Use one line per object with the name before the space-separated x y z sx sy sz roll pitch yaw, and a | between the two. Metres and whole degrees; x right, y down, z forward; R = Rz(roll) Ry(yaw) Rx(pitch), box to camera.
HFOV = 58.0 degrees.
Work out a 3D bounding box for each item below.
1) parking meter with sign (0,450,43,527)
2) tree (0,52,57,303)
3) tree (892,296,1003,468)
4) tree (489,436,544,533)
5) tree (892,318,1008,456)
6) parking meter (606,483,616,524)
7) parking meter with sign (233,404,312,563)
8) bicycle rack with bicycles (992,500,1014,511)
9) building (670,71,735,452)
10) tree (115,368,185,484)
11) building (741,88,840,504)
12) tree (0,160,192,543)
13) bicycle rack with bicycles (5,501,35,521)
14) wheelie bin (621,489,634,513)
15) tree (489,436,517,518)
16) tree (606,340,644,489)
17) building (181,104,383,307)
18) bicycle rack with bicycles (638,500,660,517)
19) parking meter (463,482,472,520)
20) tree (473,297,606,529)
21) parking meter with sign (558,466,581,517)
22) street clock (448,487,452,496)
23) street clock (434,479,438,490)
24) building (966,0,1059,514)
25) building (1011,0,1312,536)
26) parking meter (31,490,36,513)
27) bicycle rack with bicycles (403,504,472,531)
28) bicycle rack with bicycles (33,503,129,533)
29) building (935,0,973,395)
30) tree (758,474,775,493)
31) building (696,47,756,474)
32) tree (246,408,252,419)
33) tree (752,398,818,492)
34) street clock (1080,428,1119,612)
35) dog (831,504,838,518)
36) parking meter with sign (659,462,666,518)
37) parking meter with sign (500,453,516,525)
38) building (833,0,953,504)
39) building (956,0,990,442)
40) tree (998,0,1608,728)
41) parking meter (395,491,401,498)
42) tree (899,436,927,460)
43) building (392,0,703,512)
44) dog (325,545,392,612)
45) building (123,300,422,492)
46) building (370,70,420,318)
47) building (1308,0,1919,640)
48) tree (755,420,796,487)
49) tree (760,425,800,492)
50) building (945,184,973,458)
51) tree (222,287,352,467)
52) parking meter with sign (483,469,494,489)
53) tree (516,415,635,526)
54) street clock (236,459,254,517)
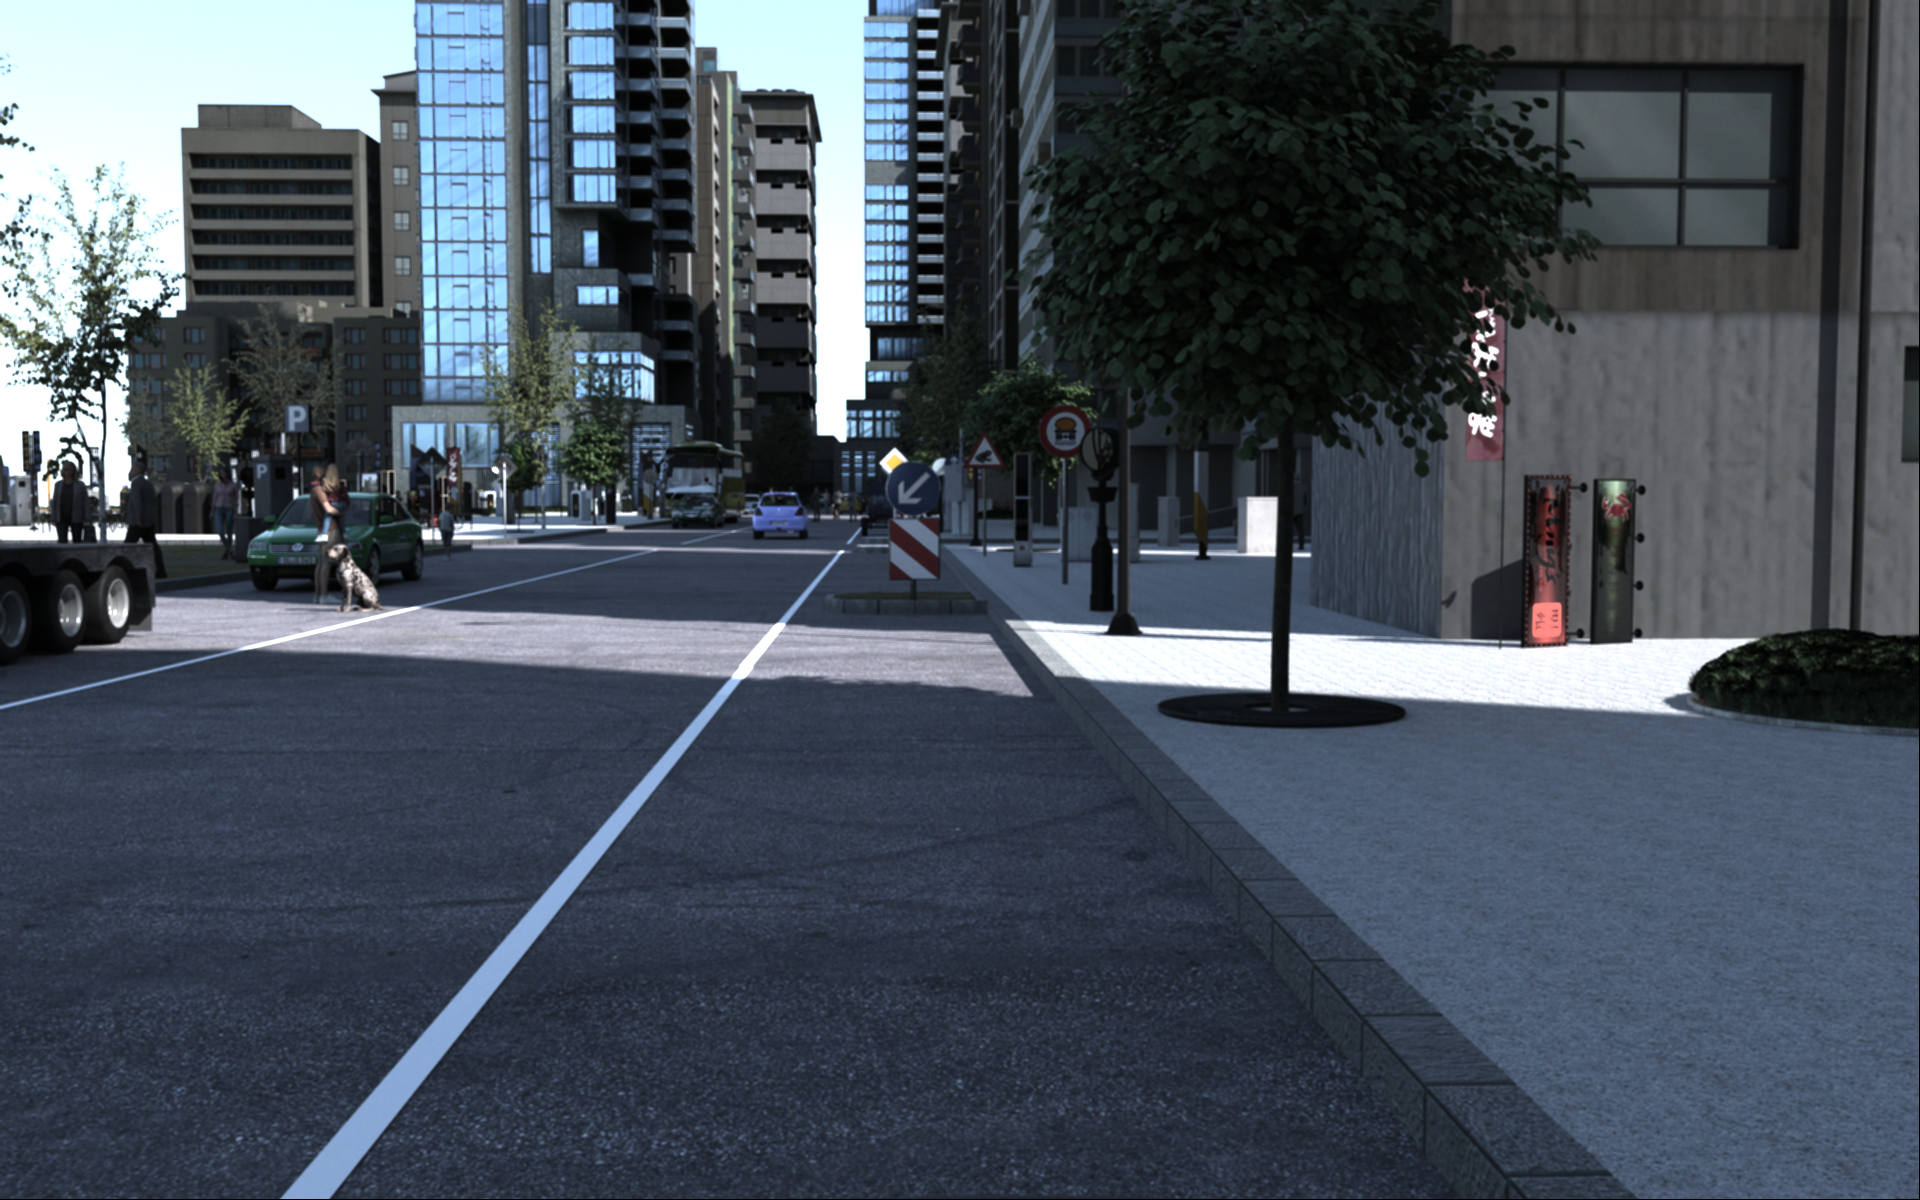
parking meter with sign | -37.097 -4.406 68.300 0.543 3.016 1.738 1 4 22
tree | -13.547 -4.323 21.046 4.360 8.622 3.978 0 3 0
tree | -0.415 -7.033 65.356 4.737 8.622 4.395 0 3 0
tree | -14.691 -3.862 57.739 1.663 3.219 1.824 0 3 0
tree | -0.176 -9.608 91.510 7.601 10.594 8.767 0 4 7
parking meter | -14.971 -4.196 74.323 0.399 1.863 0.255 1 4 12
parking meter with sign | -13.084 -2.244 32.944 0.543 3.016 1.738 1 4 16
bicycle rack with bicycles | 3.106 -5.325 100.441 2.925 0.926 2.852 0 4 3
building | -28.918 -29.301 162.668 14.154 41.232 14.086 0 4 -2
tree | -47.773 -9.241 101.459 4.360 8.622 3.978 0 3 0
building | -29.928 -38.922 225.615 27.495 52.752 28.713 0 4 -2
tree | -18.968 -5.335 37.590 4.737 8.622 4.395 0 3 0
bicycle rack with bicycles | -51.185 -4.790 91.702 2.925 0.926 2.852 -1 4 -10
wheelie bin | -22.897 -6.801 119.104 0.980 1.594 0.693 2 4 30
tree | -23.677 -6.671 92.783 4.285 4.588 4.351 0 3 0
tree | -15.992 -7.804 77.963 4.737 8.622 4.395 0 3 0
building | -82.970 -36.410 219.001 21.600 48.544 21.300 0 4 -2
bicycle rack with bicycles | -17.349 -5.222 98.756 2.852 0.926 2.925 1 4 16
parking meter | -23.146 -4.633 81.460 0.255 1.863 0.399 1 4 14
tree | -15.631 -6.935 63.751 4.737 8.622 4.395 0 3 0
parking meter with sign | -22.025 -6.274 98.840 1.738 3.016 0.543 1 4 16
street clock | -23.397 -4.561 79.141 0.471 2.002 0.358 0 4 6
street clock | -25.737 -4.943 85.391 0.358 2.002 0.471 0 4 -5
building | 10.537 -41.394 115.051 20.563 71.187 20.611 0 4 -2
building | 14.576 -22.973 67.493 23.993 40.220 32.217 0 4 -2
parking meter | -58.444 -6.158 109.088 0.372 1.533 0.369 0 3 0
bicycle rack with bicycles | -18.533 -2.879 60.446 2.852 0.926 2.925 1 4 19
bicycle rack with bicycles | -29.662 -2.717 57.807 2.852 0.926 2.925 -2 4 -35
building | 12.028 -36.425 184.784 28.713 52.752 27.495 0 4 -2
tree | -18.450 -10.535 166.848 1.663 3.219 1.824 0 3 0
building | -37.711 -34.630 185.807 30.456 49.044 23.786 0 4 -2
tree | -41.584 -8.865 95.313 4.737 8.622 4.395 0 3 0
tree | -20.570 -17.453 203.481 7.486 12.596 7.792 0 3 0
street clock | 1.559 -0.880 18.964 0.471 2.002 0.358 3 5 43
dog | -7.435 -5.358 104.438 0.800 0.831 0.513 -2 4 -23
parking meter with sign | -15.892 -5.911 92.910 0.543 3.016 1.738 0 4 -8
parking meter with sign | -19.190 -4.733 73.648 0.543 3.016 1.738 -1 4 -10
building | -0.574 -55.651 222.563 31.000 86.520 22.319 0 4 -2
building | 10.957 -29.794 141.760 22.147 44.769 28.867 0 4 -2
tree | 1.904 -1.606 9.979 4.285 4.588 4.351 0 3 0
parking meter | -40.028 -7.028 123.323 0.372 1.533 0.369 0 3 0
tree | -4.959 -14.737 191.308 4.360 8.622 3.978 0 3 0
building | -31.788 -50.519 138.650 22.319 86.520 31.000 0 4 -2
dog | -7.266 -0.265 21.169 0.800 0.831 0.513 0 4 -1
building | -67.411 -20.677 183.100 28.899 21.520 27.650 0 4 -2
building | -57.692 -38.833 224.159 27.495 52.752 28.713 0 4 -2
building | 10.973 -15.275 21.451 14.160 30.474 14.107 0 4 -2
tree | -18.693 -13.658 173.670 4.737 8.622 4.395 0 3 0
tree | -18.976 -14.036 179.845 4.360 8.622 3.978 0 3 0
building | 5.580 -23.983 163.829 14.160 30.474 14.107 0 4 -2
tree | -24.317 -6.865 62.605 4.360 8.622 3.978 0 3 0
parking meter with sign | -31.761 -7.488 118.692 1.738 3.016 0.543 -1 4 -12
tree | -14.739 -5.284 70.101 4.285 4.588 4.351 0 3 0
street clock | -14.523 -1.887 35.431 0.471 2.002 0.358 1 4 8
